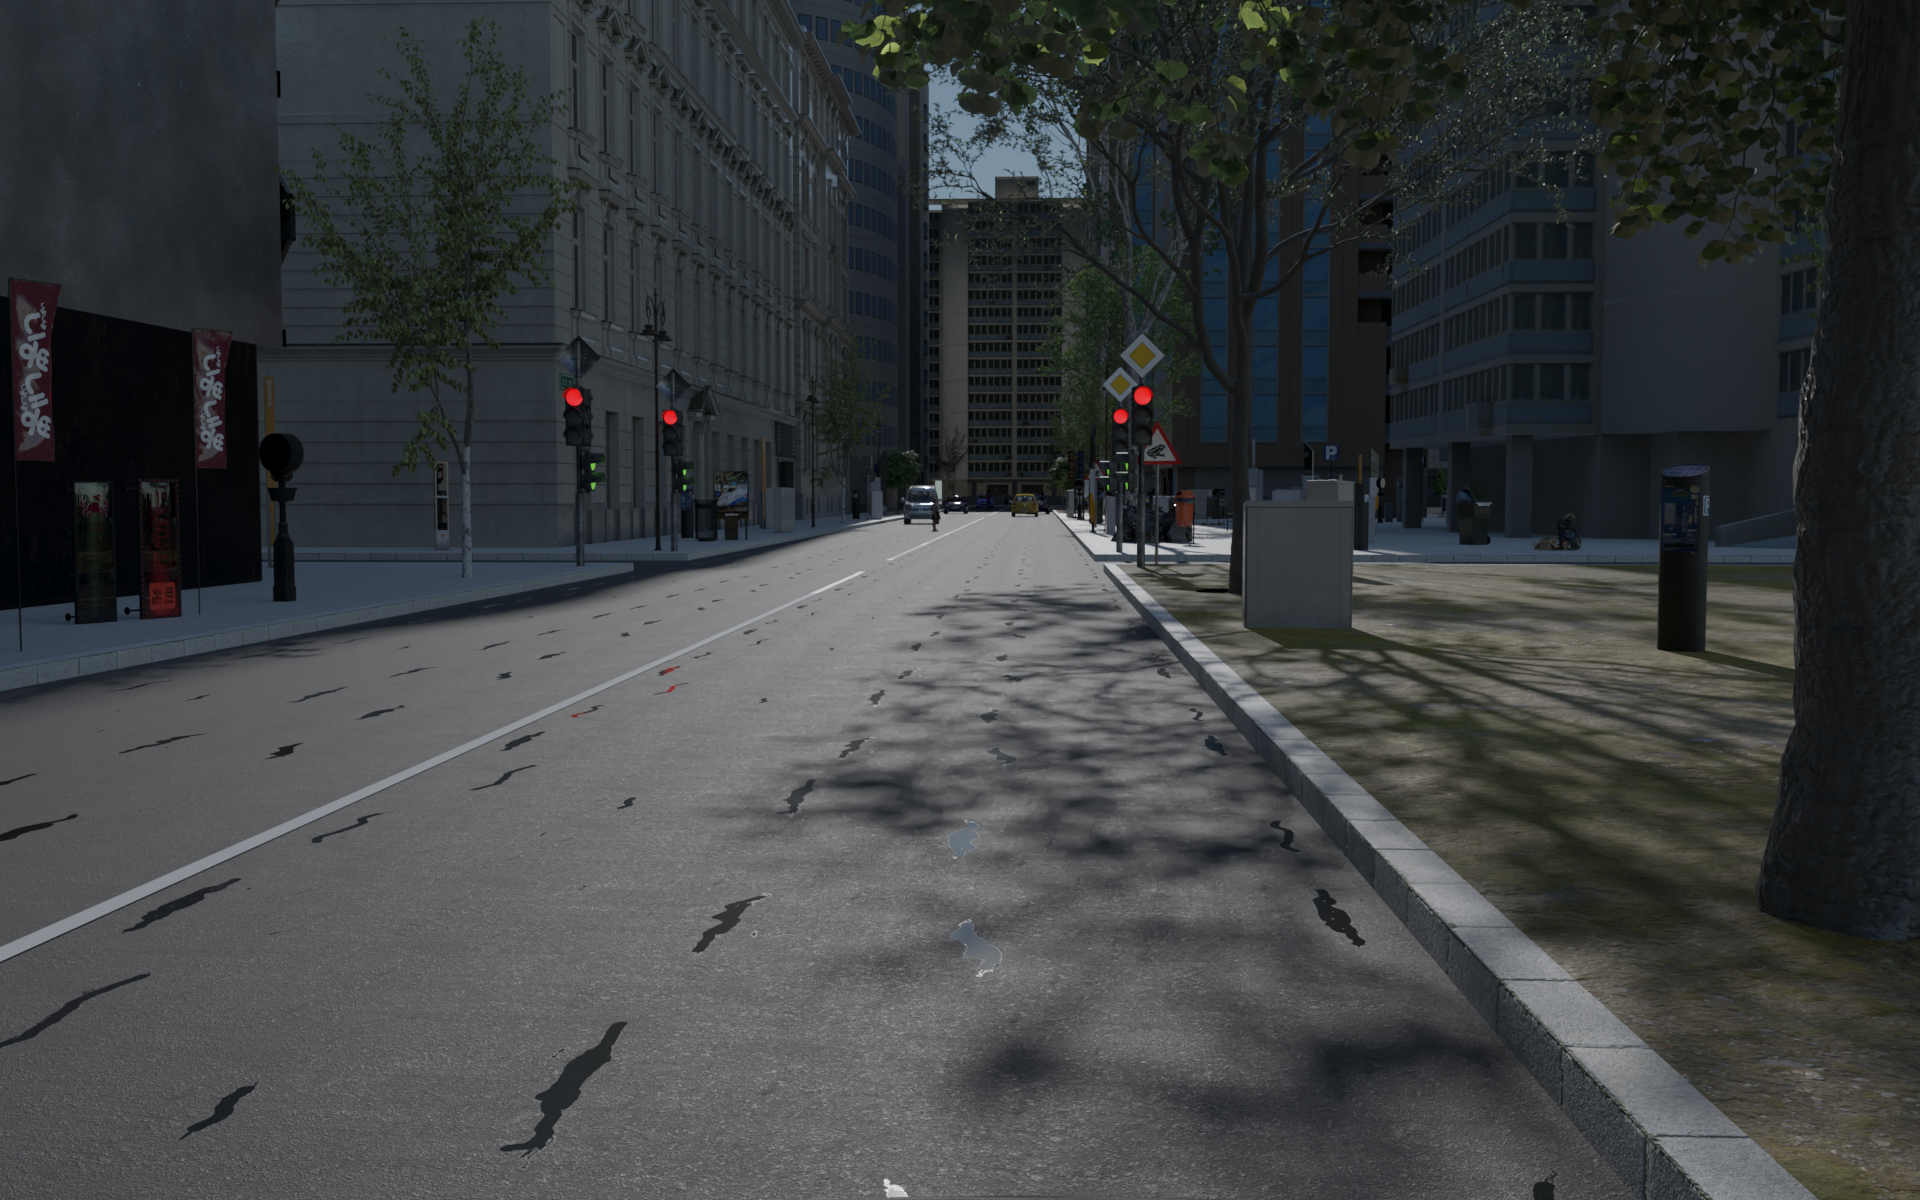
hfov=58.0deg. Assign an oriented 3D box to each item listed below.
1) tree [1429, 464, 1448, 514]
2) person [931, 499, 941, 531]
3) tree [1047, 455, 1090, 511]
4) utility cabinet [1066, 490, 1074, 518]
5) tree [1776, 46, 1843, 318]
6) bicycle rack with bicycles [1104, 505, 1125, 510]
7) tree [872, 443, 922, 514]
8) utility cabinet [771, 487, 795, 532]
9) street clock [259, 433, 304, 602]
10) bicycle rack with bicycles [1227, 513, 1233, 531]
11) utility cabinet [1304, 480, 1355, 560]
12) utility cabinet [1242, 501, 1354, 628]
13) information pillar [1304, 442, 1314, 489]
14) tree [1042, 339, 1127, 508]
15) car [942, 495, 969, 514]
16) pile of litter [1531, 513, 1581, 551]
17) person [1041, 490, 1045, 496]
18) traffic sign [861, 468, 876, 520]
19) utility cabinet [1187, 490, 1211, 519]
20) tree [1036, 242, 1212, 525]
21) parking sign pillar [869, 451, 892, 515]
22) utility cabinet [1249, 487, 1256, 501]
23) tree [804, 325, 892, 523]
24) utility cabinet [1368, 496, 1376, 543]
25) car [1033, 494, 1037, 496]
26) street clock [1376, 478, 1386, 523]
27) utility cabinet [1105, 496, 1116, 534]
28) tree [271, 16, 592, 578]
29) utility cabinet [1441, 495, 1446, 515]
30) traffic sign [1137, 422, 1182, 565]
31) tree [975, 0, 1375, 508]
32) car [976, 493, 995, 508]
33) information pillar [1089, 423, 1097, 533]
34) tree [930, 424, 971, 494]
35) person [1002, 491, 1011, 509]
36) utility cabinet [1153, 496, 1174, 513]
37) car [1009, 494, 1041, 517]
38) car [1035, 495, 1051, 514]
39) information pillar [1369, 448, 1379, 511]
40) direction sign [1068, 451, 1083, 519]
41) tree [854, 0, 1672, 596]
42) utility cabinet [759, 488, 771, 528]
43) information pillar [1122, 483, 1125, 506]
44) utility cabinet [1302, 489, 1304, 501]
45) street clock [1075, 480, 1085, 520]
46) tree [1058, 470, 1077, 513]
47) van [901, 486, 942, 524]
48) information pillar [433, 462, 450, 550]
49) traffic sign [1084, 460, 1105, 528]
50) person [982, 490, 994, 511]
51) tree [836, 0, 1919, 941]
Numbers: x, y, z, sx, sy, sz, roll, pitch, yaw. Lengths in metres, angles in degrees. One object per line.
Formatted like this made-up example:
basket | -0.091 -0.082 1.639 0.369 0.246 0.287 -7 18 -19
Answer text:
tree | 30.802 -7.125 111.094 1.663 3.219 1.824 0 3 0
person | -0.935 -3.341 67.800 0.373 1.253 0.362 2 4 27
tree | 8.405 -9.151 133.335 4.285 4.588 4.351 0 3 0
utility cabinet | 5.890 -5.145 92.796 0.318 1.500 1.173 0 4 -3
tree | 14.127 -4.568 25.048 4.737 8.622 4.395 0 3 0
bicycle rack with bicycles | 9.254 -4.882 93.204 2.852 0.926 2.925 -1 4 -14
tree | -4.057 -7.775 110.829 4.285 4.588 4.351 0 3 0
utility cabinet | -5.862 -3.013 57.948 0.318 1.500 1.173 1 4 16
street clock | -8.077 -0.984 20.657 0.471 2.002 0.358 1 4 18
bicycle rack with bicycles | 10.616 -2.806 59.259 2.925 0.926 2.852 -3 4 -38
utility cabinet | 5.912 -1.160 27.637 0.318 1.500 1.173 -1 4 -12
utility cabinet | 3.250 -0.338 16.691 1.020 1.237 0.306 0 4 5
information pillar | 15.619 -5.280 77.678 0.183 3.616 0.504 -3 5 -40
tree | 6.535 -8.002 81.197 4.737 8.622 4.395 0 3 0
car | -0.301 -6.948 126.176 1.945 1.354 3.894 0 4 2
pile of litter | 13.672 -1.578 39.759 1.176 0.858 1.719 3 5 44
person | 7.315 -8.931 154.529 0.705 1.822 1.348 -2 4 -27
traffic sign | -4.501 -5.183 84.845 0.768 2.556 0.104 1 4 12
utility cabinet | 12.095 -4.825 87.570 1.173 1.500 0.318 2 4 27
tree | 6.679 -8.911 71.442 9.928 11.665 9.643 0 3 0
parking sign pillar | -4.924 -7.235 106.769 1.447 3.967 1.447 1 4 16
utility cabinet | 9.039 -2.764 53.872 0.318 1.500 1.173 0 4 7
tree | -5.122 -7.708 76.385 4.737 8.622 4.395 0 3 0
utility cabinet | 10.563 -2.091 45.344 0.306 1.237 1.020 2 4 32
car | 6.899 -9.872 170.203 1.959 1.807 4.718 0 4 3
street clock | 18.527 -4.385 76.269 0.358 2.002 0.471 3 5 42
utility cabinet | 4.835 -2.717 55.582 0.306 1.237 1.020 0 4 2
tree | -7.831 -4.651 26.405 4.737 8.622 4.395 0 3 0
utility cabinet | 29.849 -5.811 106.165 0.306 1.237 1.020 3 5 39
traffic sign | 3.556 -1.913 31.274 0.884 2.594 0.081 0 4 5
tree | 6.057 -11.734 47.740 12.611 20.169 13.585 0 3 0
car | 2.617 -10.260 177.336 1.945 1.707 3.694 0 4 4
information pillar | 4.394 -4.034 57.316 0.183 3.616 0.504 1 4 15
tree | -0.943 -14.160 181.871 4.360 8.622 3.978 0 3 0
person | 4.619 -9.920 171.480 1.217 1.735 0.721 -3 4 -38
utility cabinet | 6.573 -2.646 54.422 1.020 1.237 0.306 1 4 9
car | 4.149 -6.137 110.571 2.015 1.641 3.980 0 4 3
car | 5.574 -6.855 124.659 1.945 1.354 3.894 0 4 1
information pillar | 20.900 -5.880 87.497 0.504 3.616 0.183 -1 4 -18
direction sign | 6.053 -6.041 90.763 0.876 3.537 0.379 2 4 23
tree | 3.503 -6.829 22.020 12.009 13.543 11.850 0 3 0
utility cabinet | -6.908 -3.406 64.375 1.173 1.500 0.318 -3 5 -43
information pillar | 9.105 -5.703 97.731 0.304 2.012 0.304 2 4 31
utility cabinet | 14.237 -3.699 69.164 1.173 1.500 0.318 3 4 36
street clock | 5.997 -5.026 86.745 0.471 2.002 0.358 3 4 39
tree | 7.585 -7.477 116.852 1.663 3.219 1.824 0 3 0
van | -1.849 -4.711 84.040 2.013 2.044 4.112 0 4 1
information pillar | -11.858 -2.146 39.582 0.304 2.012 0.304 -2 4 -25
traffic sign | 5.157 -4.015 65.647 0.884 2.594 0.081 1 4 10
person | 2.387 -8.182 142.958 1.217 1.739 0.721 1 4 14
tree | 2.908 -6.012 4.947 9.857 13.997 8.962 0 3 0
